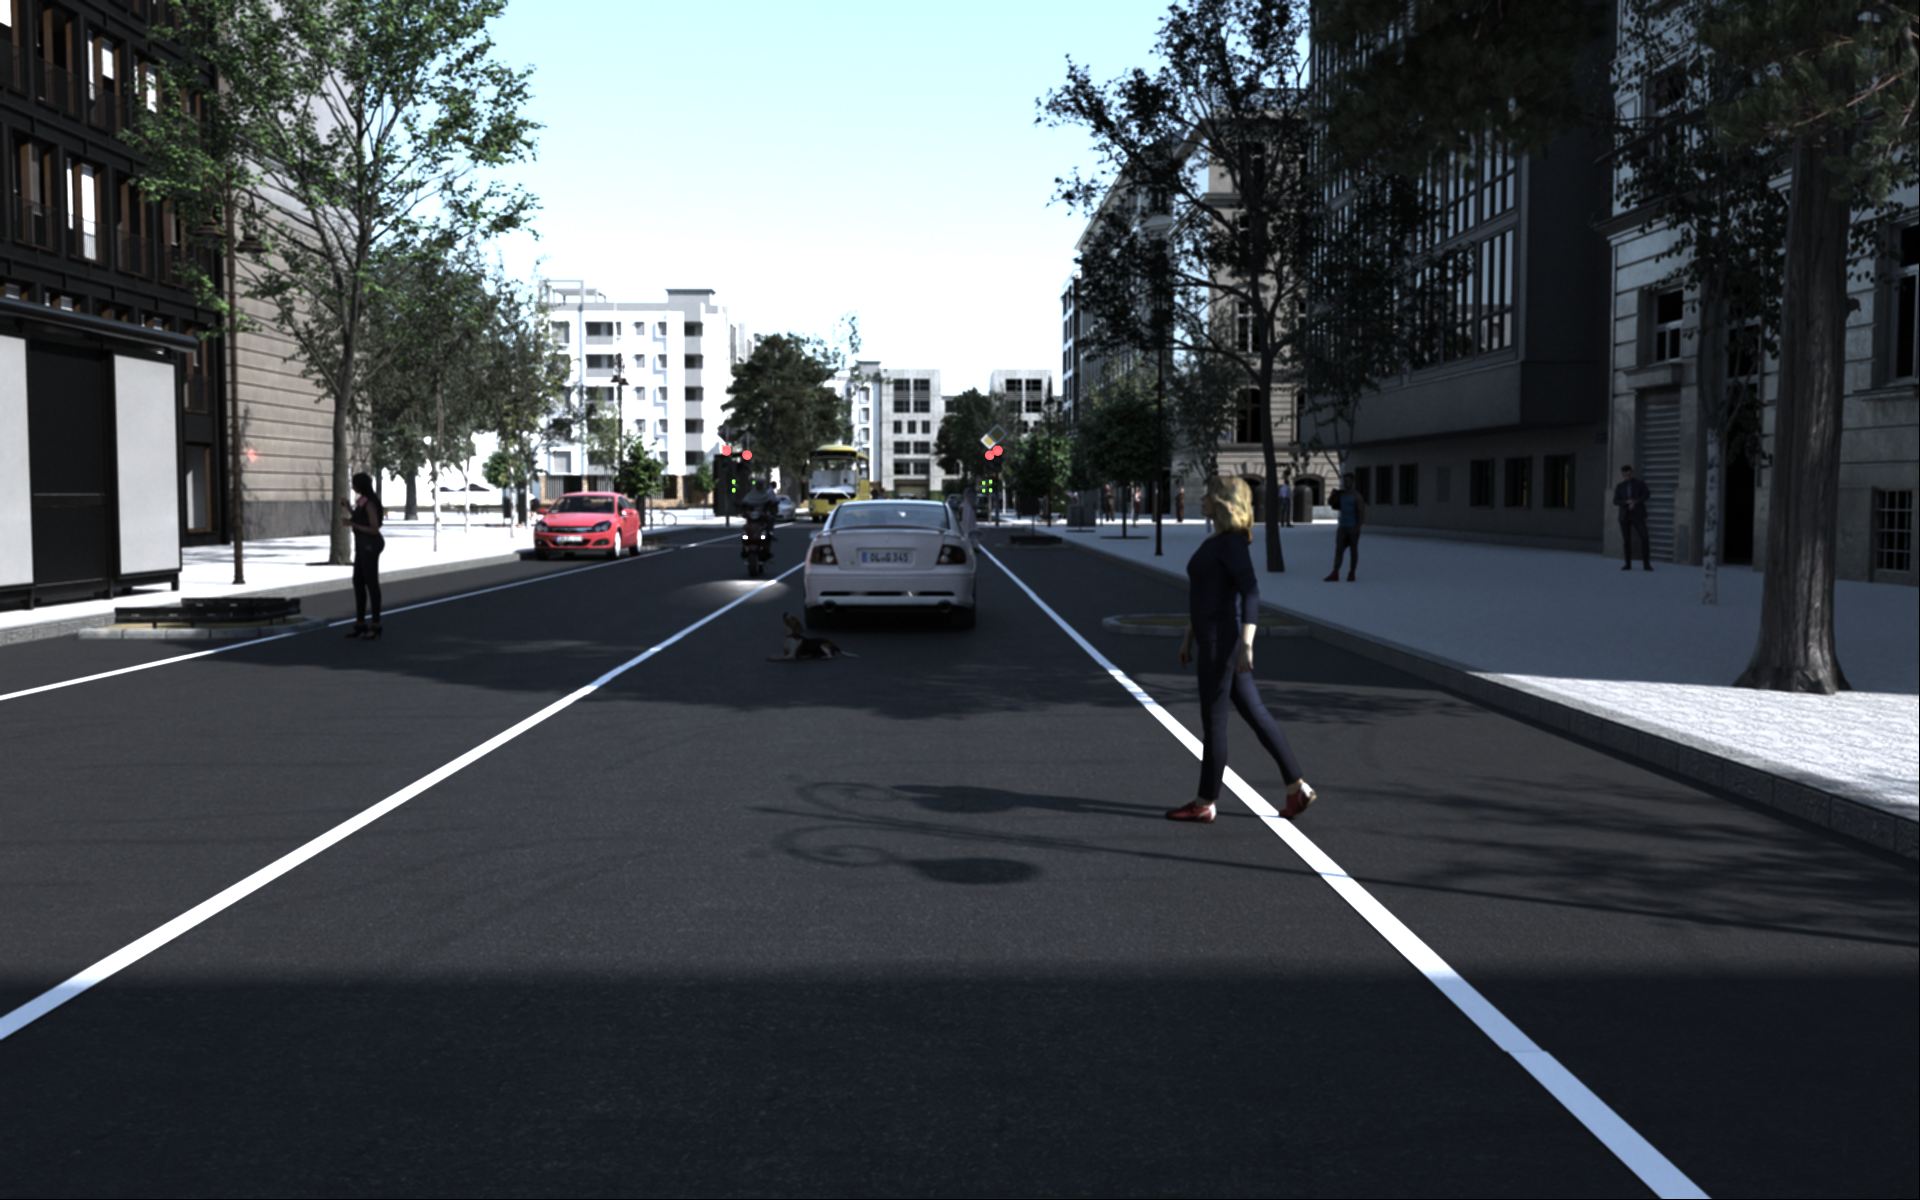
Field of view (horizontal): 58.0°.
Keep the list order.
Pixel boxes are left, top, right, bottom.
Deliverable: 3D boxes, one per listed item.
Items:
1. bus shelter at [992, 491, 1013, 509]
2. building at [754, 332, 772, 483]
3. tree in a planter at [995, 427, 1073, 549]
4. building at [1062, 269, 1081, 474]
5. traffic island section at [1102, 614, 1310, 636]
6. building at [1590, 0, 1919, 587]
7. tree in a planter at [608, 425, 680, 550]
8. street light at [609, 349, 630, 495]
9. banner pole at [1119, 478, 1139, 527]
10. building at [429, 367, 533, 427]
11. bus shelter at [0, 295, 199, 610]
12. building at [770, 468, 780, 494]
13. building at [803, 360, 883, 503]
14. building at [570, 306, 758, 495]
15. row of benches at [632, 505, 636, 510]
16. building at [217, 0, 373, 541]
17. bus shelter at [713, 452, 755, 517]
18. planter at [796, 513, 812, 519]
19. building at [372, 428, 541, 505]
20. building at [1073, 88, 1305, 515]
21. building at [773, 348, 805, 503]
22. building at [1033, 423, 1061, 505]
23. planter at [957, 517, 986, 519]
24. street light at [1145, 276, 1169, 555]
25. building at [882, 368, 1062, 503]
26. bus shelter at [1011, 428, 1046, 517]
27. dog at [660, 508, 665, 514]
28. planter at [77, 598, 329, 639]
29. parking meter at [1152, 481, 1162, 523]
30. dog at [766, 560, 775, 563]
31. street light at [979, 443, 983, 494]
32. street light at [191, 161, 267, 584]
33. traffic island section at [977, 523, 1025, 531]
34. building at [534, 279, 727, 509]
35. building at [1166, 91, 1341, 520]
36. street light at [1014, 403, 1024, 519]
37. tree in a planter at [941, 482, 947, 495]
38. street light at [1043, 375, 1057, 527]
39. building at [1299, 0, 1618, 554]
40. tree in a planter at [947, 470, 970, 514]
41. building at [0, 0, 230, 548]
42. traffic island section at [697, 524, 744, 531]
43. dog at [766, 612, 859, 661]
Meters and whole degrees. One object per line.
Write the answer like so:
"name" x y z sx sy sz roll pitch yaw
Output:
"bus shelter" 3.641 -9.424 148.004 2.014 3.302 5.546 0 4 -1
"building" -29.996 -21.032 200.296 16.016 20.091 11.380 0 4 -1
"tree in a planter" 1.947 -2.977 45.889 1.991 3.239 1.994 0 4 -1
"building" 23.945 -20.183 173.969 27.936 21.610 32.646 0 4 -1
"traffic island section" 2.536 0.272 18.425 1.991 0.108 1.994 0 4 -1
"building" 20.526 -11.431 20.174 16.112 22.955 30.059 0 4 -1
"tree in a planter" -8.346 -2.923 45.017 1.991 3.239 1.994 0 4 -1
"street light" -10.881 -5.061 55.539 0.468 5.910 1.993 0 4 -1
"banner pole" 6.526 -4.701 66.878 0.863 3.779 0.401 -1 4 -17
"building" -70.914 -23.451 249.883 31.486 18.905 16.747 0 4 -1
"bus shelter" -11.052 -2.501 18.527 2.179 5.291 8.768 0 4 -1
"building" -36.435 -16.680 214.870 28.070 9.664 9.099 0 4 -1
"building" -16.854 -24.152 251.304 11.380 20.091 16.016 0 4 -1
"building" -30.399 -19.068 178.224 16.747 18.905 31.486 0 4 -1
"row of benches" -18.521 -5.034 97.761 1.422 0.672 4.104 0 4 -1
"building" -31.736 -15.570 51.840 25.104 27.353 12.463 0 4 -1
"bus shelter" -12.848 -6.566 98.630 1.731 3.624 6.357 0 4 -1
"planter" -9.516 -4.885 101.016 1.991 0.319 1.994 0 4 -1
"building" -64.967 -16.667 214.654 28.070 9.664 9.099 0 4 -1
"building" 18.739 -21.525 128.354 17.030 29.872 44.131 0 4 -1
"building" -38.967 -25.190 255.838 32.646 21.610 27.936 0 4 -1
"building" 13.953 -16.075 204.980 9.099 9.664 28.070 0 4 -1
"planter" 0.801 -4.883 100.970 1.991 0.319 1.994 0 4 -1
"street light" 4.162 -3.872 36.095 0.468 5.910 1.993 0 4 -1
"building" 4.570 -23.581 252.003 31.486 18.905 16.747 0 4 -1
"bus shelter" 4.169 -7.656 102.806 2.179 5.291 8.768 0 4 -1
"dog" -18.748 -5.613 109.503 0.748 0.427 0.550 3 5 40
"planter" -7.791 0.182 18.168 1.991 0.319 1.994 0 4 -1
"parking meter" 8.895 -4.435 78.222 0.399 1.863 0.255 -1 4 -19
"dog" -4.181 -0.993 36.434 0.550 0.427 0.748 0 4 -8
"street light" 1.892 -10.838 149.989 0.468 5.910 1.993 0 4 -1
"street light" -10.272 -3.163 24.496 0.468 5.910 1.993 0 4 -1
"traffic island section" 1.486 -2.814 68.283 2.009 0.180 2.903 0 4 -1
"building" -29.154 -18.373 156.815 16.016 20.091 11.380 0 4 -1
"building" 28.955 -16.607 90.601 34.723 24.649 14.460 0 4 -1
"street light" 3.000 -7.041 87.901 0.468 5.910 1.993 0 4 -1
"tree in a planter" -0.815 -11.077 178.336 1.991 3.239 1.994 0 4 -1
"street light" 3.492 -5.797 67.576 0.468 5.910 1.993 0 4 -1
"building" 18.873 -15.528 47.386 14.314 27.812 24.014 0 4 -1
"tree in a planter" 0.242 -7.992 127.899 1.991 3.239 1.994 0 4 -1
"building" -24.460 -12.566 35.130 12.332 23.373 15.834 0 4 -1
"traffic island section" -9.153 -2.800 68.067 2.009 0.180 2.903 0 4 -1
"dog" -1.277 0.315 15.039 0.748 0.427 0.550 1 4 10
